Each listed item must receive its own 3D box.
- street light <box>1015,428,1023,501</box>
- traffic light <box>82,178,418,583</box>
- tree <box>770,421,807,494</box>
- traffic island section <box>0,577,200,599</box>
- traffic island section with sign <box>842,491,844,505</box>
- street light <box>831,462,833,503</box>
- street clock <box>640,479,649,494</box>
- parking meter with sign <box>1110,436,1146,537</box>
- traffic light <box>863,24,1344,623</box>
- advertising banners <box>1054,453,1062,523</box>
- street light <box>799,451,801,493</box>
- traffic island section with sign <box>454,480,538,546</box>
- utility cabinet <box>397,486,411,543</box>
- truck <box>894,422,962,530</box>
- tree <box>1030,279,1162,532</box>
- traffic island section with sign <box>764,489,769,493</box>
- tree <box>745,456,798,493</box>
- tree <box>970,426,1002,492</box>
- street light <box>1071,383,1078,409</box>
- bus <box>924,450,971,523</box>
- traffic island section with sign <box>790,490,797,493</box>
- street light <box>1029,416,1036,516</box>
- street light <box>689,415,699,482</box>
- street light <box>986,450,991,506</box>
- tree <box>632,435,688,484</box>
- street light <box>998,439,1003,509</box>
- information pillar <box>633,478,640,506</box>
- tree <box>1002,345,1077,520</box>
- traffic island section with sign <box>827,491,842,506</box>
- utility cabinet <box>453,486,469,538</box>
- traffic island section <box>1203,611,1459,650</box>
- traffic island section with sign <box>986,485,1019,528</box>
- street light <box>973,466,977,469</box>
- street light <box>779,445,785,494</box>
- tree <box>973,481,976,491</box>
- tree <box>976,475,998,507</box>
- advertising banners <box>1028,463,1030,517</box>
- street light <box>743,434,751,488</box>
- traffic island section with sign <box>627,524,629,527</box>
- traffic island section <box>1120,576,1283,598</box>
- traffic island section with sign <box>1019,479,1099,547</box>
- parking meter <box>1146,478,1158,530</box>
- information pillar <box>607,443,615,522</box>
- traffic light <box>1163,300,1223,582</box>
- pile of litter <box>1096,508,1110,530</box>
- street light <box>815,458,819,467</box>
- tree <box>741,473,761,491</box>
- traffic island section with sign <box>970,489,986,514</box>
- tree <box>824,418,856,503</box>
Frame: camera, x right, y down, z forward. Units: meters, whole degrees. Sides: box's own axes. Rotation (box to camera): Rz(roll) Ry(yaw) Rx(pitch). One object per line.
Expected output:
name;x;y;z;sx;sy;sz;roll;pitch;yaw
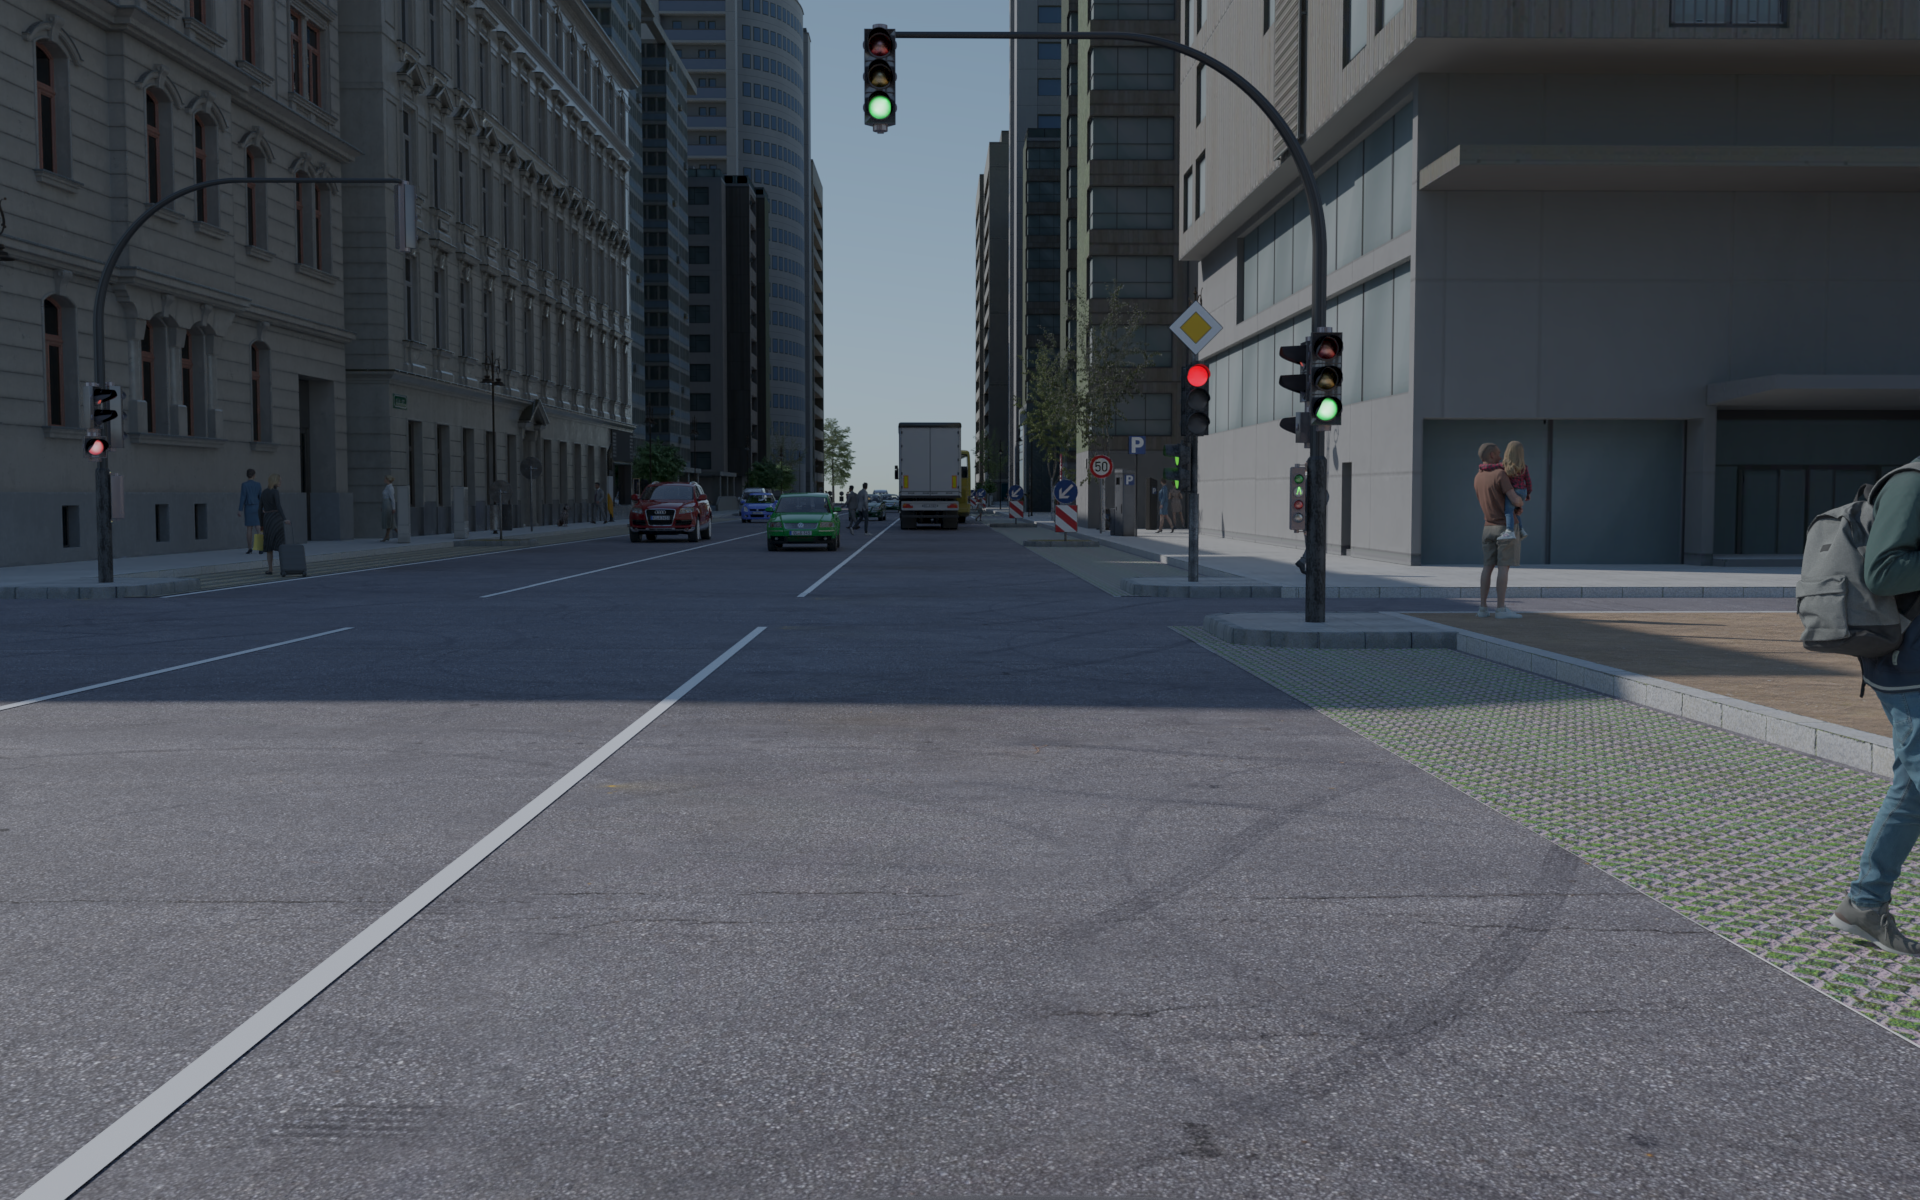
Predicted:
street light;3.962;-8.740;115.692;0.468;5.910;1.993;0;4;-1
traffic light;-10.270;-3.081;25.047;4.771;5.953;1.251;0;4;-1
tree;-17.781;-13.777;175.615;4.360;8.622;3.978;0;3;0
traffic island section;-12.400;-0.173;25.110;2.009;0.180;2.903;0;4;-1
traffic island section with sign;-15.978;-13.824;234.641;1.989;1.847;2.006;0;4;-1
street light;-18.113;-16.681;245.518;0.468;5.910;1.993;0;4;-1
street clock;-15.360;-4.877;84.302;0.471;2.002;0.358;3;5;43
parking meter with sign;5.046;-3.455;52.752;0.543;3.016;1.738;-1;4;-18
traffic light;1.445;-2.595;17.099;4.771;5.953;1.251;0;4;-1
advertising banners;4.280;-4.856;75.588;0.090;3.025;2.074;0;4;-5
street light;-17.109;-12.971;184.864;0.468;5.910;1.993;0;4;-1
traffic island section with sign;-12.805;-2.409;48.012;1.989;1.847;2.006;0;4;-1
utility cabinet;-14.632;-2.254;45.529;0.318;1.500;1.173;-1;4;-16
truck;-1.362;-5.152;73.148;2.839;4.237;11.283;0;4;-2
tree;4.621;-6.622;58.628;4.360;8.622;3.978;0;3;0
traffic island section with sign;-14.123;-7.127;125.156;1.989;1.847;2.006;0;4;-1
tree;-16.661;-10.035;147.789;4.285;4.588;4.351;0;3;0
tree;3.298;-14.472;186.973;4.737;8.622;4.395;0;3;0
street light;4.745;-5.907;69.371;0.468;5.910;1.993;0;4;-1
bus;-1.040;-5.947;88.775;2.896;3.916;12.252;0;4;-3
traffic island section with sign;-14.577;-8.776;152.108;1.989;1.847;2.006;0;4;-1
street light;4.146;-7.785;100.078;0.468;5.910;1.993;0;4;-1
street light;-15.576;-7.891;101.803;0.468;5.910;1.993;0;4;-1
street light;2.928;-12.439;176.169;0.468;5.910;1.993;0;4;-1
tree;-16.845;-6.905;96.611;4.285;4.588;4.351;0;3;0
street light;3.404;-10.590;145.930;0.468;5.910;1.993;0;4;-1
information pillar;-15.092;-4.669;80.835;0.304;2.012;0.304;-1;4;-9
tree;4.552;-8.195;84.356;4.737;8.622;4.395;0;3;0
traffic island section with sign;-15.518;-12.154;207.337;1.989;1.847;2.006;0;4;-1
utility cabinet;-14.402;-2.530;50.043;0.318;1.500;1.173;-1;4;-10
traffic island section;3.575;0.299;17.390;2.009;0.180;2.903;0;4;-1
traffic island section with sign;2.269;-4.026;74.460;1.989;1.847;2.006;0;4;-1
street light;2.008;-15.694;229.391;0.468;5.910;1.993;0;4;-1
street light;-16.741;-11.602;162.485;0.468;5.910;1.993;0;4;-1
tree;2.338;-13.843;220.926;1.663;3.219;1.824;0;3;0
tree;3.010;-12.119;192.751;1.663;3.219;1.824;0;3;0
advertising banners;3.870;-6.152;96.774;0.090;3.025;2.074;0;4;4
street light;-16.207;-9.747;132.149;0.468;5.910;1.993;0;4;-1
traffic island section with sign;-13.251;-4.057;74.963;1.989;1.847;2.006;0;4;-1
traffic island section;3.439;-0.189;25.374;2.009;0.180;2.903;0;4;-1
traffic island section with sign;2.740;-2.378;47.509;1.989;1.847;2.006;0;4;-1
parking meter;6.835;-3.427;61.741;0.399;1.863;0.255;-3;5;-41
information pillar;-16.154;-5.421;79.985;0.183;3.616;0.504;1;4;10
traffic light;3.399;-2.223;25.259;0.839;4.253;0.868;0;4;-1
pile of litter;5.421;-2.922;61.743;1.176;0.858;1.719;1;4;11
street light;-17.770;-14.831;215.277;0.468;5.910;1.993;0;4;-1
tree;-17.153;-9.154;144.272;1.663;3.219;1.824;0;3;0
traffic island section with sign;1.414;-7.124;125.107;1.989;1.847;2.006;0;4;-1
tree;-19.053;-20.770;257.716;7.486;12.596;7.792;0;3;0
